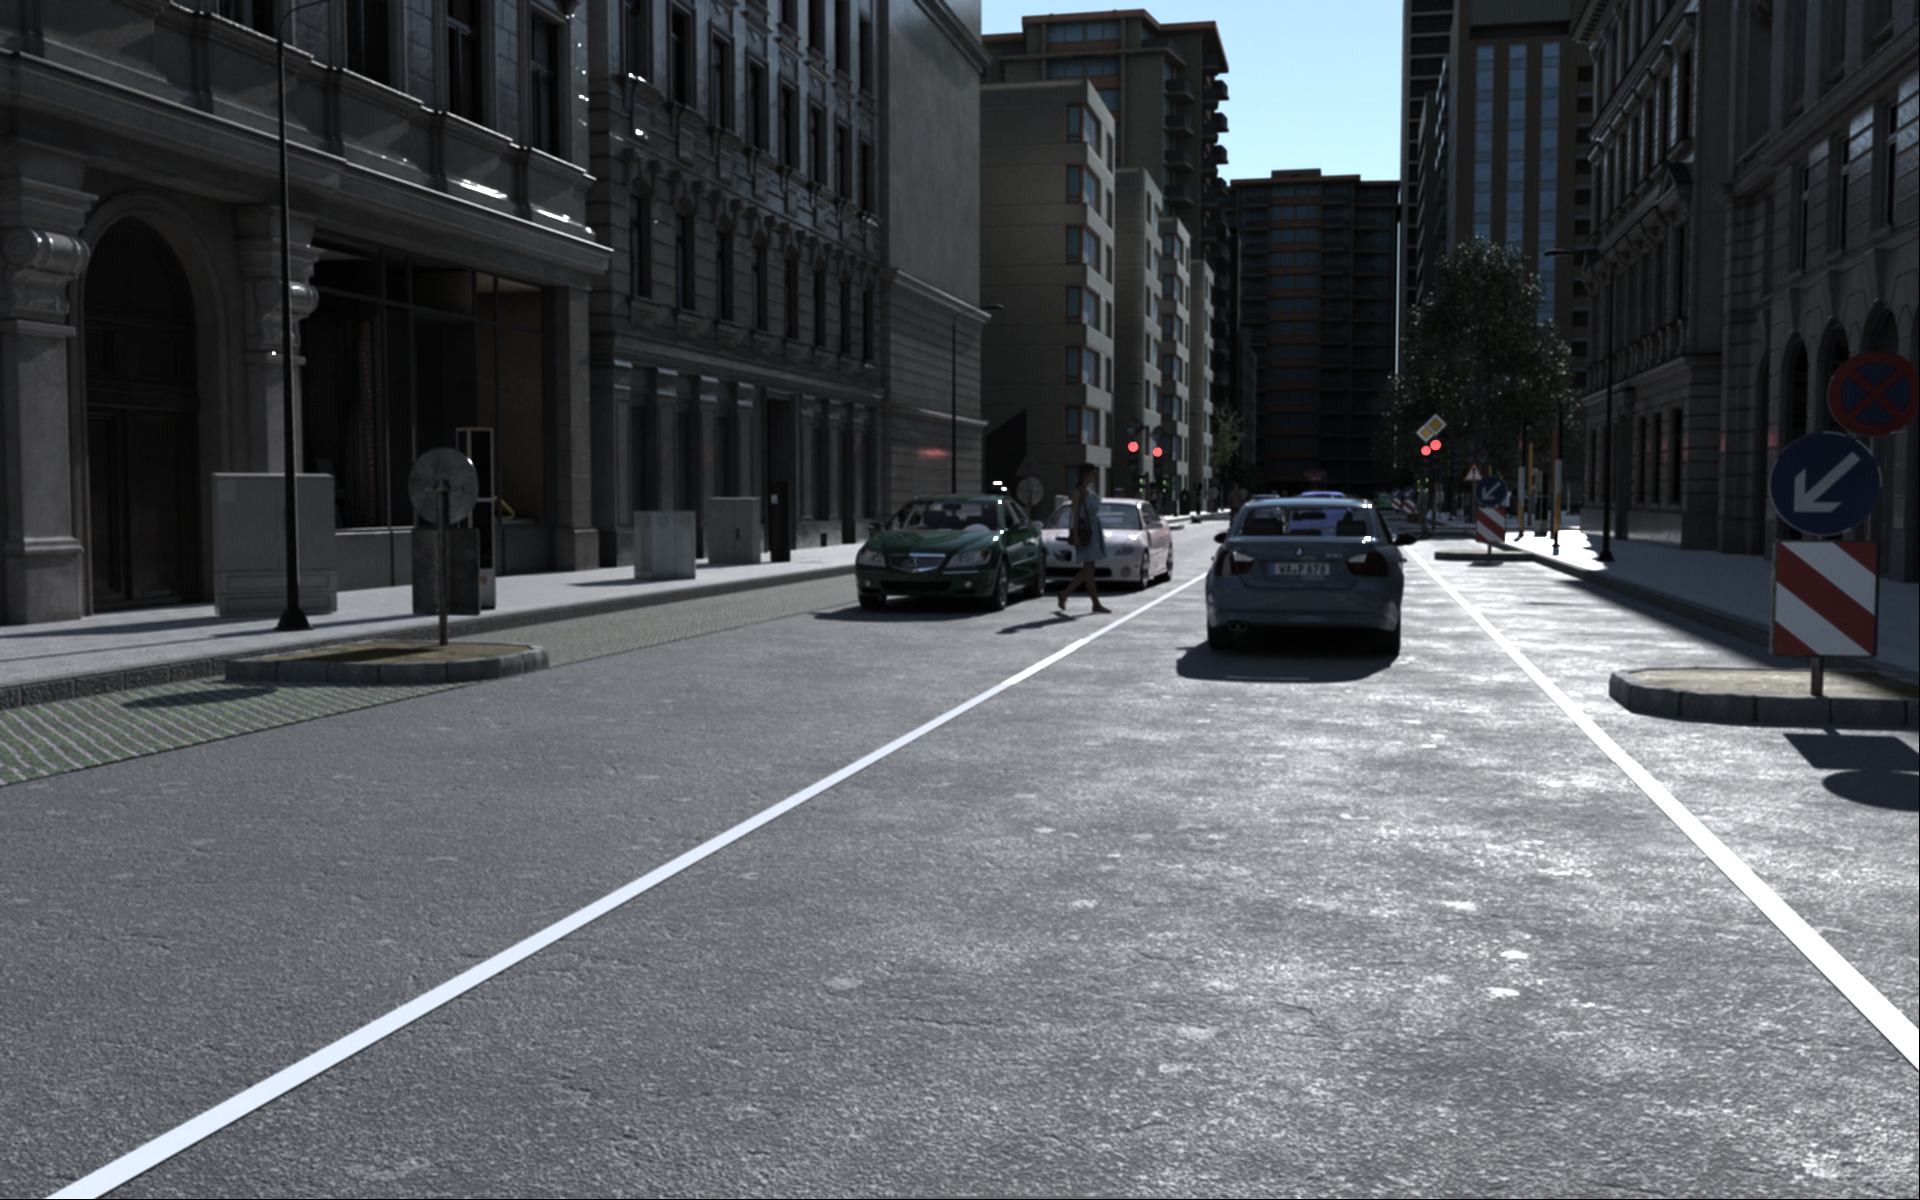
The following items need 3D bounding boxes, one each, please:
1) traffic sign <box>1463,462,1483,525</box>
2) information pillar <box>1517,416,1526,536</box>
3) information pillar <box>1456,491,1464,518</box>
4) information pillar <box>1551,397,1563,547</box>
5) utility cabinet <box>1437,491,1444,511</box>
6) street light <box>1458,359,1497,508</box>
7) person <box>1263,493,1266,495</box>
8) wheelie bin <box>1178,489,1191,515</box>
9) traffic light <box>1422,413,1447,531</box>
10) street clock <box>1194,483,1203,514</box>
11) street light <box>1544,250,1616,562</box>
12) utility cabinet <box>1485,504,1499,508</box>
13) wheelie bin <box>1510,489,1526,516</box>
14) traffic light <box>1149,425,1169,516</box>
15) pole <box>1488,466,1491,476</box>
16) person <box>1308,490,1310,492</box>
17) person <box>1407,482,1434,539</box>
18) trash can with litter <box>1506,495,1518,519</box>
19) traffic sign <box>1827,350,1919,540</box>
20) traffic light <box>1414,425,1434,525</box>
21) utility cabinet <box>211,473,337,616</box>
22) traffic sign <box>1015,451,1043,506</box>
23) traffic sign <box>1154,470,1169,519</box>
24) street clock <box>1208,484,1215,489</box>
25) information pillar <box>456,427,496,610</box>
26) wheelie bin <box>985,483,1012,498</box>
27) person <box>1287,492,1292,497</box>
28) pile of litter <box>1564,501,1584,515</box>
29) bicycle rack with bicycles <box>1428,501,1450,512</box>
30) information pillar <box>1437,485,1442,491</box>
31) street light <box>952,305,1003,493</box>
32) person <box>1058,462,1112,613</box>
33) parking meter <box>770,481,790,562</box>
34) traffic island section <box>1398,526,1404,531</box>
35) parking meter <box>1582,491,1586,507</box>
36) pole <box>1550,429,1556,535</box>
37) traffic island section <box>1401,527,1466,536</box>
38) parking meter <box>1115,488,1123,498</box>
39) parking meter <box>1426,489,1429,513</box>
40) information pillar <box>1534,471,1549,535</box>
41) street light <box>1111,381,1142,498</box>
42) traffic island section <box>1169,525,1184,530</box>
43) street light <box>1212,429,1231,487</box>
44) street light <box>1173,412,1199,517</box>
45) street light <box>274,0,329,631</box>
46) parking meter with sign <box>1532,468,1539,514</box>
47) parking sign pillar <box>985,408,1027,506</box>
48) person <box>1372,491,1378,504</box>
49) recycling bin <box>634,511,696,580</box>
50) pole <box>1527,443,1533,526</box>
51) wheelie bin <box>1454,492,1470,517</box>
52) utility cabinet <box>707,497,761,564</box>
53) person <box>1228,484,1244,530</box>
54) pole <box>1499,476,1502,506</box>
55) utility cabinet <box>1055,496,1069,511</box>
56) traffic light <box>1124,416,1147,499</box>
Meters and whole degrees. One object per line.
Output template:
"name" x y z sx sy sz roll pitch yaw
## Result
"traffic sign" 21.051 -4.341 70.986 0.884 2.594 0.081 1 4 18
"information pillar" 17.032 -3.741 52.520 0.183 3.616 0.504 0 4 5
"information pillar" 27.200 -5.485 94.167 0.304 2.012 0.304 2 4 31
"information pillar" 14.425 -3.084 41.773 0.183 3.616 0.504 1 4 10
"utility cabinet" 36.764 -7.587 132.724 0.318 1.500 1.173 2 4 32
"street light" 17.843 -5.327 59.641 1.470 5.913 1.316 1 4 13
"person" 39.555 -13.208 225.126 0.621 1.740 0.551 -3 5 -39
"wheelie bin" 13.672 -5.958 105.316 0.693 1.594 0.980 -1 4 -10
"traffic light" 16.516 -4.367 60.322 0.839 4.253 0.868 1 4 13
"street clock" 14.991 -6.381 108.903 0.471 2.002 0.358 -1 4 -22
"street light" 11.793 -3.697 32.987 1.470 5.913 1.316 1 4 13
"utility cabinet" 31.451 -5.726 102.298 0.318 1.500 1.173 3 5 42
"wheelie bin" 32.614 -5.705 101.190 0.980 1.594 0.693 -1 4 -15
"traffic light" 8.075 -4.983 70.400 0.839 4.253 0.868 1 4 13
"pole" 37.489 -7.879 122.662 0.158 3.312 0.155 0 3 0
"person" 36.531 -10.547 181.084 0.705 1.807 1.348 0 4 2
"person" 14.764 -2.863 55.423 0.853 1.813 0.709 2 4 26
"trash can with litter" 28.692 -4.888 90.984 2.233 1.210 1.678 0 4 -5
"traffic sign" 8.134 -0.939 15.461 0.768 2.556 0.104 1 4 19
"traffic light" 18.282 -4.843 68.111 0.839 4.253 0.868 1 4 13
"utility cabinet" -7.248 -0.590 18.332 1.173 1.500 0.318 -2 4 -33
"traffic sign" 2.056 -3.188 52.124 0.884 2.594 0.081 1 4 19
"traffic sign" 10.451 -5.493 89.923 0.768 2.556 0.104 1 4 20
"street clock" 18.992 -7.721 130.815 0.471 2.002 0.358 0 3 0
"information pillar" -5.371 -0.901 19.227 0.304 2.012 0.304 -3 5 -41
"wheelie bin" 1.025 -2.461 48.153 0.693 1.594 0.980 2 4 29
"person" 41.236 -12.667 216.432 1.217 1.723 0.721 -2 4 -24
"pile of litter" 37.556 -5.570 105.029 1.719 0.858 1.176 3 5 41
"bicycle rack with bicycles" 35.410 -6.965 127.255 2.925 0.926 2.852 0 4 -4
"information pillar" 37.671 -8.052 136.149 0.304 2.012 0.304 -1 4 -19
"street light" 0.373 -4.298 42.815 1.470 5.913 1.316 1 4 13
"person" 1.476 -0.753 20.901 0.778 1.811 0.616 3 4 36
"parking meter" -3.407 -1.494 32.831 0.372 1.533 0.369 0 3 0
"traffic island section" 18.318 -2.809 68.216 2.009 0.180 2.903 1 4 13
"parking meter" 45.136 -7.139 125.125 0.372 1.533 0.369 0 3 0
"pole" 18.667 -3.703 54.391 0.158 3.312 0.155 0 3 0
"traffic island section" 16.553 -2.333 60.428 2.009 0.180 2.903 1 4 13
"parking meter" 6.732 -3.971 73.341 0.372 1.533 0.369 0 3 0
"parking meter" 32.414 -7.029 120.627 0.399 1.863 0.255 2 4 33
"information pillar" 18.296 -3.058 54.493 0.304 2.012 0.304 -2 4 -26
"street light" 6.823 -6.060 71.621 1.470 5.913 1.316 1 4 13
"traffic island section" 8.038 -2.952 70.543 2.009 0.180 2.903 1 4 13
"street light" 18.773 -9.306 124.699 1.470 5.913 1.316 1 4 13
"street light" 12.799 -7.683 98.160 1.470 5.913 1.316 1 4 13
"street light" -5.768 -2.662 16.057 1.470 5.913 1.316 1 4 13
"parking meter with sign" 37.353 -7.128 112.810 0.543 3.016 1.738 1 4 20
"parking sign pillar" 1.447 -4.048 54.664 1.447 3.967 1.447 0 4 1
"person" 37.622 -9.053 157.073 0.434 1.755 0.990 2 4 29
"recycling bin" -4.476 -0.838 26.250 0.722 1.027 0.722 -2 4 -35
"pole" 22.678 -4.590 68.889 0.158 3.312 0.155 0 3 0
"wheelie bin" 27.962 -5.414 96.420 0.980 1.594 0.693 -3 5 -42
"utility cabinet" -4.176 -1.273 31.981 1.020 1.237 0.306 2 4 30
"person" 11.133 -3.751 69.735 0.656 1.842 0.836 -2 4 -33
"pole" 39.015 -8.023 125.018 0.158 3.312 0.155 0 3 0
"utility cabinet" 3.510 -2.958 59.531 0.306 1.237 1.020 1 4 15
"traffic light" 6.309 -4.507 62.611 0.839 4.253 0.868 1 4 13
